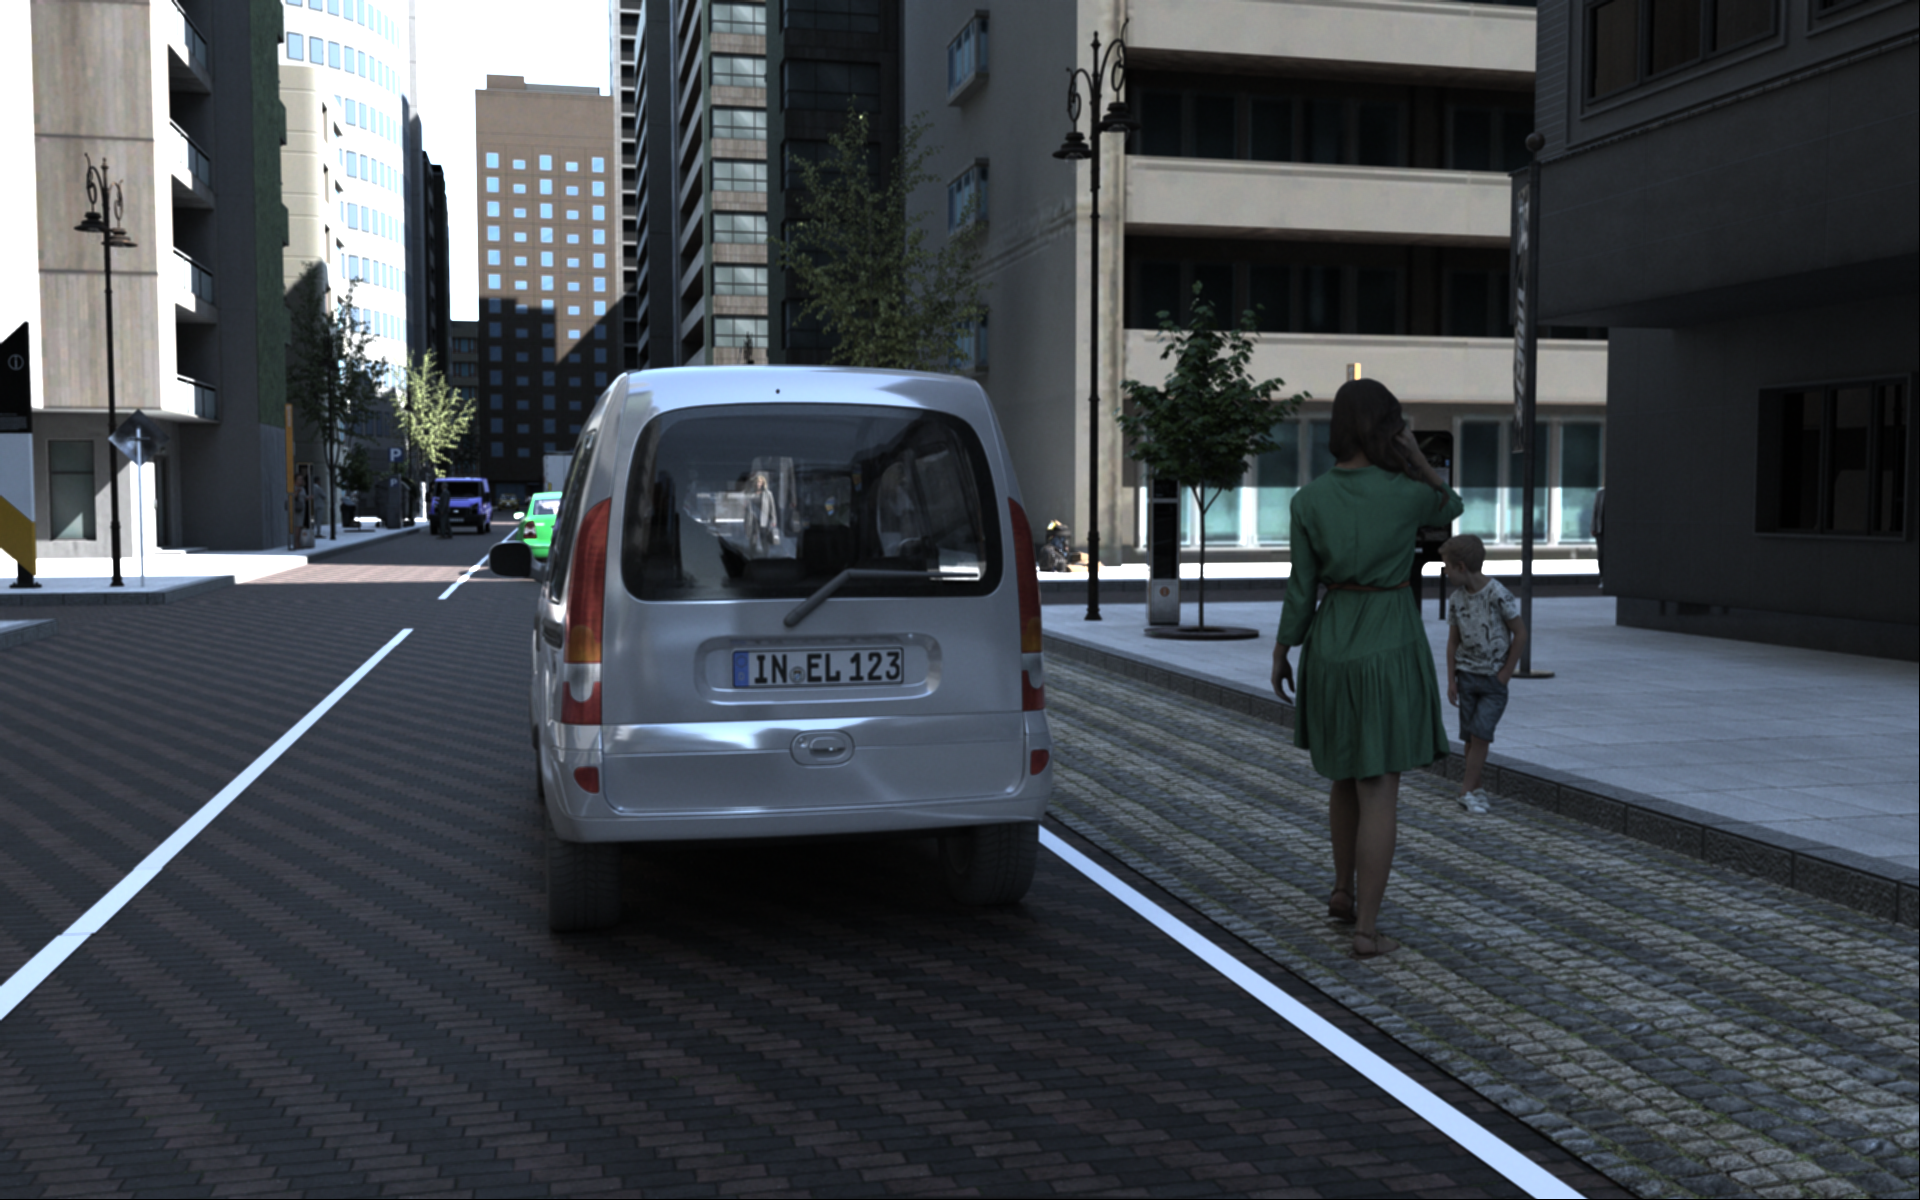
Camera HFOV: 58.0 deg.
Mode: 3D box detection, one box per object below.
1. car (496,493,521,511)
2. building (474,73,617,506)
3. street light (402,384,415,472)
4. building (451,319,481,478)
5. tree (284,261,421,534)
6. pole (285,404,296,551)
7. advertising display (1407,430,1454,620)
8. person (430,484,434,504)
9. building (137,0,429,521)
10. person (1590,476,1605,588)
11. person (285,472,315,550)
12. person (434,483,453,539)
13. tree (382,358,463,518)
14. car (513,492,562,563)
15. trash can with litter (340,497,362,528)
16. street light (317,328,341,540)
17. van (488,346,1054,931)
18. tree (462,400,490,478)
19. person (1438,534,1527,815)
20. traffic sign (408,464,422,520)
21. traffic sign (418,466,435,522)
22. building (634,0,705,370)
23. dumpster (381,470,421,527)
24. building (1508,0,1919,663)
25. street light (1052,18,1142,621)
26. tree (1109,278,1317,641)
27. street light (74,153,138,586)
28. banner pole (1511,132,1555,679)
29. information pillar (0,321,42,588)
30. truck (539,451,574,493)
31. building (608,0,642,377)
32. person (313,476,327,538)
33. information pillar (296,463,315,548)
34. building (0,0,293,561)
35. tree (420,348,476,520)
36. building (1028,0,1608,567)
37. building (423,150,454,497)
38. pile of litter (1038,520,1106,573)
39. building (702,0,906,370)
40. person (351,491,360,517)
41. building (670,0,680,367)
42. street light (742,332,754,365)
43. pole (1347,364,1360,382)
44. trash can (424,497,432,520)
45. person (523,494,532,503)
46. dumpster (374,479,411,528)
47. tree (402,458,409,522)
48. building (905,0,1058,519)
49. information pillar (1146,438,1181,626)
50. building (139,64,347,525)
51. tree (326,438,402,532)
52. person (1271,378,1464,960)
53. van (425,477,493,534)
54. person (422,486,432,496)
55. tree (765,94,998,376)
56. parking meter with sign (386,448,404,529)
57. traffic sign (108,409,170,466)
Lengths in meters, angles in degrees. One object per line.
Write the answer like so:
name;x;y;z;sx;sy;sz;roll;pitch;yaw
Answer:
car;-38.328;-8.366;147.000;2.015;1.641;3.980;-1;4;-14
building;-45.038;-32.971;189.180;14.200;45.320;14.600;-1;4;-13
street light;-23.249;-6.141;73.197;0.468;5.910;1.993;-1;4;-13
building;-67.417;-21.138;190.640;28.899;21.520;27.650;-1;4;-13
tree;-19.852;-6.377;54.625;4.737;8.622;4.395;0;3;0
pole;-15.165;-2.775;39.212;0.158;3.312;0.155;0;3;0
advertising display;4.513;-0.758;17.605;0.974;1.923;0.123;0;4;-6
person;-27.373;-5.145;90.262;0.767;1.812;0.694;0;4;-5
building;-45.354;-34.581;107.401;21.231;58.520;28.212;-1;4;-13
person;10.025;-1.089;26.489;0.709;1.800;0.728;2;4;26
person;-15.327;-2.064;40.151;0.532;1.782;0.716;1;4;17
person;-16.656;-2.878;55.730;0.590;1.801;0.661;-1;4;-11
tree;-29.246;-8.770;93.755;4.360;8.622;3.978;0;3;0
car;-7.085;-1.379;31.345;1.959;1.807;4.718;-1;4;-13
trash can with litter;-23.227;-3.353;66.206;1.055;1.170;0.624;3;5;41
street light;-17.615;-4.629;48.468;0.468;5.910;1.993;-1;4;-13
van;-0.920;-0.011;7.190;2.013;2.044;4.112;-1;4;-14
tree;-38.923;-11.356;136.039;4.360;8.622;3.978;0;3;0
person;2.345;0.329;7.806;0.352;1.250;0.332;0;4;-7
traffic sign;-23.740;-4.587;74.995;0.884;2.594;0.081;-1;4;-11
traffic sign;-24.352;-4.833;79.117;0.768;2.556;0.104;0;4;-4
building;-19.033;-32.960;162.590;21.300;48.544;21.600;-1;4;-13
dumpster;-22.355;-4.072;69.072;1.502;2.255;1.985;-1;4;-13
building;14.303;-12.982;5.758;14.314;27.812;24.014;-1;4;-13
street light;1.357;-2.733;17.468;0.468;5.910;1.993;-1;4;-13
tree;2.145;-1.291;15.701;1.663;3.219;1.824;0;3;0
street light;-11.737;-3.129;23.940;0.468;5.910;1.993;-1;4;-13
banner pole;4.015;-1.365;12.334;0.401;3.779;0.863;0;4;7
information pillar;-12.865;-1.971;23.585;0.504;3.616;0.183;0;4;0
truck;-27.451;-7.979;119.376;2.839;4.237;11.283;-1;4;-15
building;-28.575;-46.249;194.422;20.611;71.187;20.563;-1;4;-13
person;-18.658;-2.705;50.452;0.511;1.800;0.466;2;4;25
information pillar;-15.448;-2.227;40.902;0.304;2.012;0.304;0;4;-5
building;-22.250;-21.478;34.765;14.154;41.232;14.086;-1;4;-13
tree;-26.624;-8.324;86.452;4.737;8.622;4.395;0;3;0
building;9.814;-25.552;41.480;21.600;48.544;21.300;-1;4;-13
building;-50.165;-22.759;143.814;14.160;30.474;14.107;-1;4;-13
pile of litter;1.886;-0.908;28.805;1.176;0.858;1.719;2;4;31
building;-6.783;-19.623;92.539;14.160;30.474;14.107;-1;4;-13
person;-33.320;-5.454;95.405;0.537;1.800;0.526;0;4;7
building;-12.322;-36.442;137.823;21.231;58.520;28.212;-1;4;-13
street light;-6.034;-4.688;49.444;0.468;5.910;1.993;-1;4;-13
pole;6.162;-2.042;27.227;0.158;3.312;0.155;0;3;0
trash can;-25.755;-4.453;84.462;0.748;1.137;0.748;0;3;0
person;-25.336;-5.520;101.939;0.628;1.438;0.799;0;4;-2
dumpster;-21.924;-3.739;66.899;1.264;1.857;1.865;-1;4;-13
tree;-26.248;-5.266;80.706;1.663;3.219;1.824;0;3;0
building;-7.028;-29.977;113.833;21.300;48.544;21.600;-1;4;-13
information pillar;1.989;-0.760;16.912;0.304;2.012;0.304;0;4;1
building;-38.163;-13.263;61.888;27.650;21.520;28.899;-1;4;-13
tree;-20.472;-3.946;59.123;1.663;3.219;1.824;0;3;0
person;1.269;0.199;5.497;0.600;1.795;0.529;1;4;19
van;-18.242;-3.605;63.323;2.240;2.365;5.245;-1;4;-12
person;-31.471;-5.860;101.874;1.348;1.822;0.705;0;4;-8
tree;-1.526;-5.056;33.027;4.737;8.622;4.395;0;3;0
parking meter with sign;-20.970;-4.154;64.182;0.543;3.016;1.738;-1;4;-12
traffic sign;-11.303;-1.325;23.857;0.795;2.593;0.064;-1;4;-13
